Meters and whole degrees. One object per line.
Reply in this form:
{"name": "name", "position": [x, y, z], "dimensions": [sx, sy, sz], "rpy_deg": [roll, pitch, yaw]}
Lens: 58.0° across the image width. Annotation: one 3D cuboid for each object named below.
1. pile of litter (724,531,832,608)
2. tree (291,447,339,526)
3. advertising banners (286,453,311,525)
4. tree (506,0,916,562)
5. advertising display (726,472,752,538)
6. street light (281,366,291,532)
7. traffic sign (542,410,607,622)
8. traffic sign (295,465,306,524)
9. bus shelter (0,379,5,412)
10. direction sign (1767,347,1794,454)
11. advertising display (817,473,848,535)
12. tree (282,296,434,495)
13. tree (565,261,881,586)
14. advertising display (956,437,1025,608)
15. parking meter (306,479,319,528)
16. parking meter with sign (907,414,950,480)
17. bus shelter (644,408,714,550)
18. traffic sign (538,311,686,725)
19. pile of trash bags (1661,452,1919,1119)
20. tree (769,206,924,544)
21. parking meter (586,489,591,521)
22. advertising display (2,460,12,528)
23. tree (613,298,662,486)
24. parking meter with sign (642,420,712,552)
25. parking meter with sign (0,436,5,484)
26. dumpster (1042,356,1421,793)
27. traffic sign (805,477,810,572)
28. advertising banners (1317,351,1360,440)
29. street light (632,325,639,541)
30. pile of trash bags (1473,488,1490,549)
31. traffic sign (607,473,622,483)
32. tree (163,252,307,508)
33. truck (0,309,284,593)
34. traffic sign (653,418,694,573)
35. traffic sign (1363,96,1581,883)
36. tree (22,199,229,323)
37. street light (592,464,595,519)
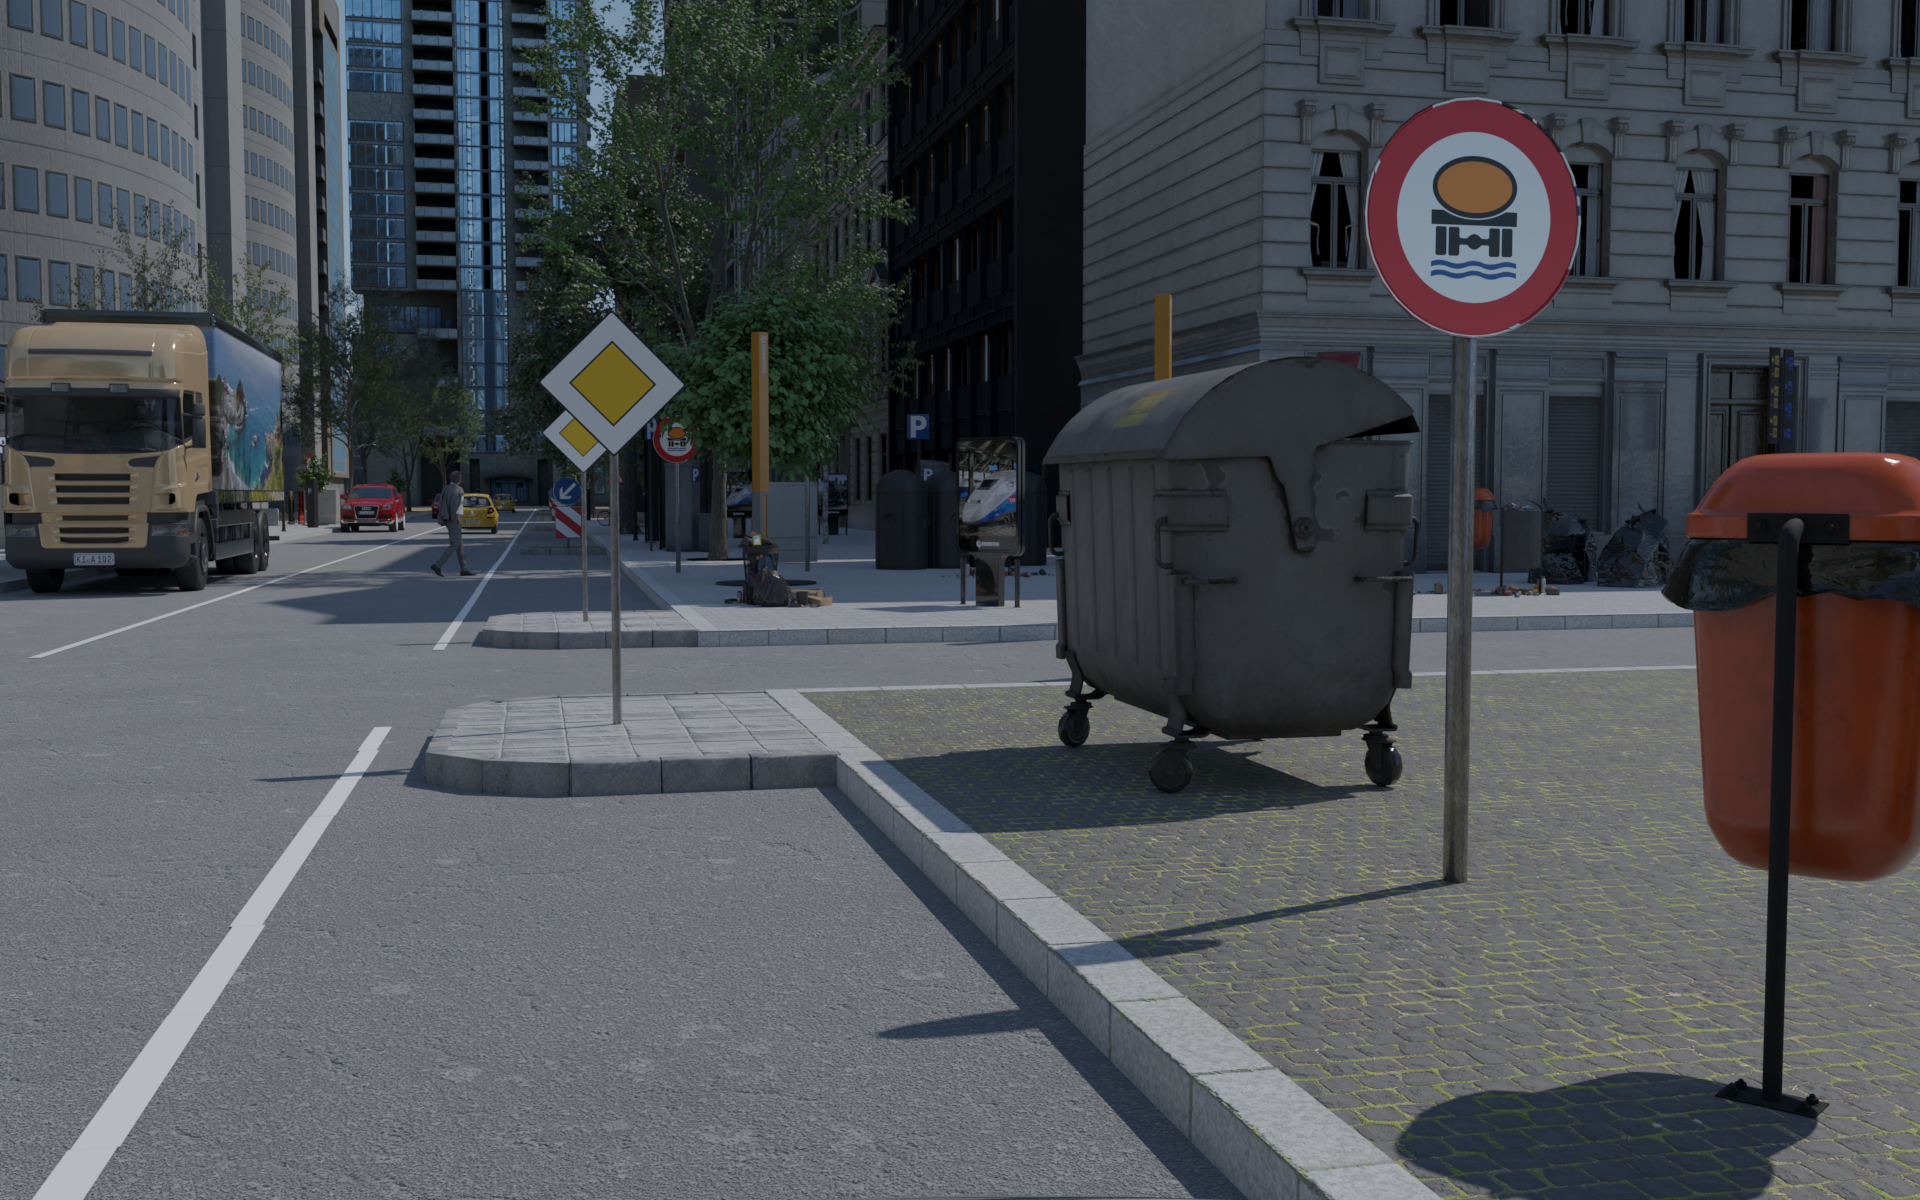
{"name": "pile of litter", "position": [-2.133, -0.385, 20.253], "dimensions": [1.176, 0.858, 1.719], "rpy_deg": [-1, 4, -19]}
{"name": "tree", "position": [-26.343, -4.646, 70.563], "dimensions": [1.663, 3.219, 1.824], "rpy_deg": [0, 3, 0]}
{"name": "advertising banners", "position": [-27.917, -4.714, 73.270], "dimensions": [0.090, 3.025, 2.074], "rpy_deg": [1, 4, 9]}
{"name": "tree", "position": [-4.682, -6.552, 32.877], "dimensions": [9.928, 11.665, 9.643], "rpy_deg": [0, 3, 0]}
{"name": "advertising display", "position": [-6.382, -2.744, 50.074], "dimensions": [0.974, 1.923, 0.123], "rpy_deg": [1, 4, 21]}
{"name": "street light", "position": [-23.115, -5.274, 59.025], "dimensions": [0.468, 5.910, 1.993], "rpy_deg": [-1, 4, -13]}
{"name": "traffic sign", "position": [-3.770, -0.839, 17.358], "dimensions": [0.795, 2.450, 0.064], "rpy_deg": [-1, 4, -13]}
{"name": "traffic sign", "position": [-28.443, -4.588, 75.119], "dimensions": [0.768, 2.556, 0.104], "rpy_deg": [0, 4, -6]}
{"name": "bus shelter", "position": [-16.177, -2.026, 27.055], "dimensions": [2.014, 3.302, 5.546], "rpy_deg": [-1, 4, -13]}
{"name": "direction sign", "position": [12.782, -2.143, 27.038], "dimensions": [0.876, 3.537, 0.379], "rpy_deg": [-3, 5, -43]}
{"name": "advertising display", "position": [-3.978, -2.988, 54.068], "dimensions": [0.974, 1.923, 0.123], "rpy_deg": [0, 4, -8]}
{"name": "tree", "position": [-28.316, -8.968, 81.047], "dimensions": [7.601, 10.594, 8.767], "rpy_deg": [-2, 4, -33]}
{"name": "tree", "position": [-2.680, -2.497, 24.542], "dimensions": [4.285, 4.588, 4.351], "rpy_deg": [0, 3, 0]}
{"name": "advertising display", "position": [0.344, -0.892, 19.800], "dimensions": [0.974, 1.923, 0.123], "rpy_deg": [3, 5, 44]}
{"name": "parking meter", "position": [-24.676, -3.686, 65.974], "dimensions": [0.399, 1.863, 0.255], "rpy_deg": [2, 4, 25]}
{"name": "parking meter with sign", "position": [-0.532, -2.591, 38.623], "dimensions": [0.543, 3.016, 1.738], "rpy_deg": [2, 4, 26]}
{"name": "bus shelter", "position": [-7.114, -3.145, 42.700], "dimensions": [1.731, 3.624, 6.357], "rpy_deg": [-1, 4, -13]}
{"name": "traffic sign", "position": [-1.914, -0.364, 9.591], "dimensions": [0.795, 2.450, 0.064], "rpy_deg": [-1, 4, -13]}
{"name": "pile of trash bags", "position": [2.927, 0.421, 2.870], "dimensions": [3.447, 1.369, 1.912], "rpy_deg": [3, 5, 41]}
{"name": "tree", "position": [-3.276, -5.756, 44.478], "dimensions": [4.737, 8.622, 4.395], "rpy_deg": [0, 3, 0]}
{"name": "parking meter", "position": [-18.120, -4.628, 84.081], "dimensions": [0.372, 1.533, 0.369], "rpy_deg": [0, 3, 0]}
{"name": "advertising display", "position": [-18.109, -1.726, 33.431], "dimensions": [0.123, 1.923, 0.974], "rpy_deg": [0, 4, 4]}
{"name": "tree", "position": [-11.862, -6.965, 64.248], "dimensions": [4.737, 8.622, 4.395], "rpy_deg": [0, 3, 0]}
{"name": "parking meter with sign", "position": [-6.170, -2.584, 38.514], "dimensions": [1.738, 3.016, 0.543], "rpy_deg": [1, 4, 22]}
{"name": "parking meter with sign", "position": [-29.525, -3.407, 51.967], "dimensions": [1.738, 3.016, 0.543], "rpy_deg": [0, 4, 2]}
{"name": "dumpster", "position": [1.237, -0.147, 8.167], "dimensions": [1.264, 1.857, 1.865], "rpy_deg": [-1, 4, -14]}
{"name": "traffic sign", "position": [-2.520, -1.741, 28.572], "dimensions": [0.768, 2.556, 0.104], "rpy_deg": [-1, 4, -13]}
{"name": "advertising banners", "position": [3.887, -1.546, 21.469], "dimensions": [2.074, 3.025, 0.090], "rpy_deg": [0, 4, 8]}
{"name": "street light", "position": [-8.933, -4.570, 47.514], "dimensions": [0.468, 5.910, 1.993], "rpy_deg": [-1, 4, -13]}
{"name": "pile of trash bags", "position": [8.758, -0.953, 25.338], "dimensions": [1.912, 1.369, 3.447], "rpy_deg": [-3, 5, -41]}
{"name": "traffic sign", "position": [-17.046, -5.253, 85.883], "dimensions": [0.884, 2.594, 0.081], "rpy_deg": [-1, 4, -12]}
{"name": "tree", "position": [-21.686, -6.209, 51.886], "dimensions": [4.737, 8.622, 4.395], "rpy_deg": [0, 3, 0]}
{"name": "truck", "position": [-13.231, -2.434, 28.706], "dimensions": [2.839, 4.237, 11.283], "rpy_deg": [-1, 4, -14]}
{"name": "traffic sign", "position": [-4.584, -1.713, 28.122], "dimensions": [0.768, 2.556, 0.104], "rpy_deg": [0, 4, -4]}
{"name": "traffic sign", "position": [1.644, -0.340, 5.672], "dimensions": [0.768, 2.556, 0.104], "rpy_deg": [-1, 4, -13]}
{"name": "tree", "position": [-20.229, -5.643, 42.629], "dimensions": [4.360, 8.622, 3.978], "rpy_deg": [0, 3, 0]}
{"name": "street light", "position": [-19.187, -7.202, 90.547], "dimensions": [0.468, 5.910, 1.993], "rpy_deg": [-1, 4, -13]}
